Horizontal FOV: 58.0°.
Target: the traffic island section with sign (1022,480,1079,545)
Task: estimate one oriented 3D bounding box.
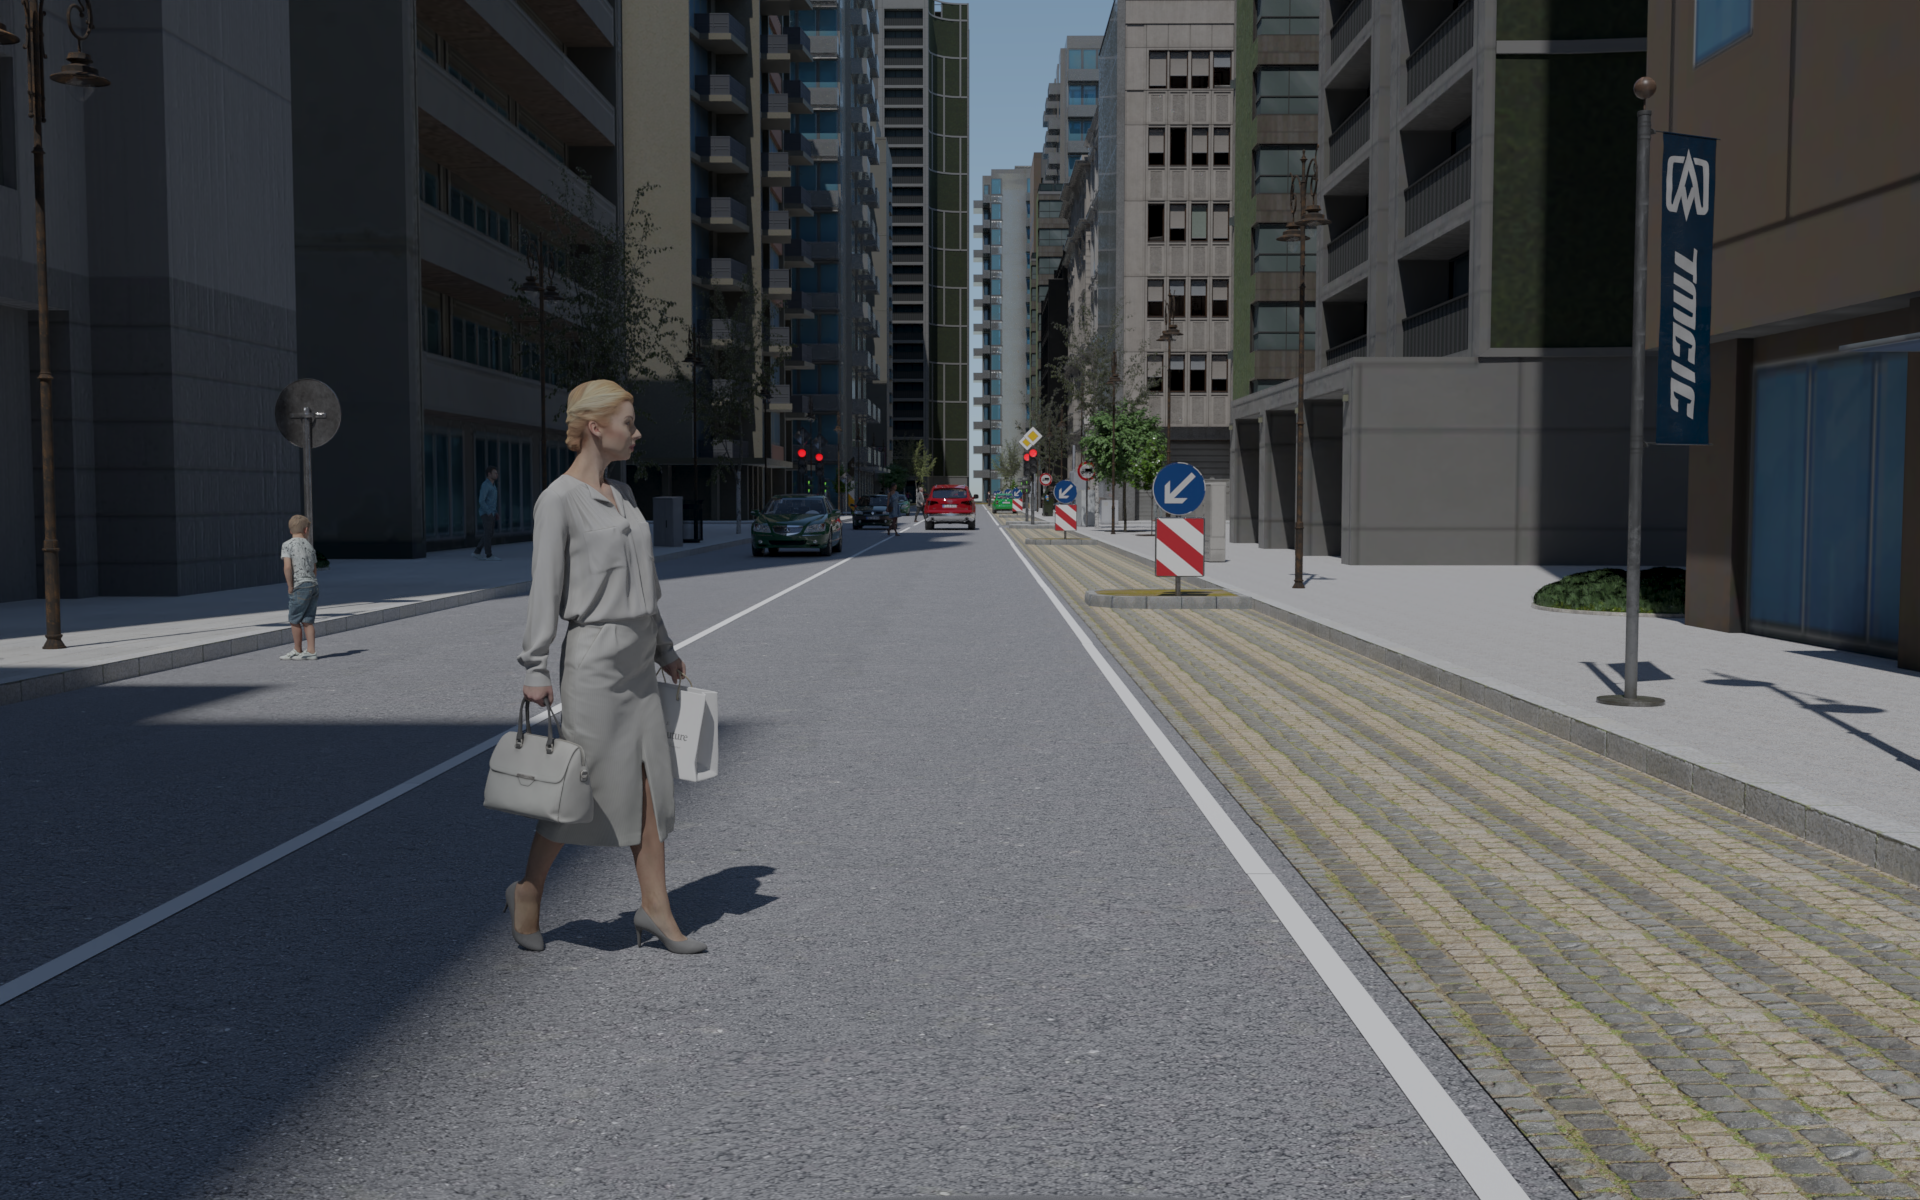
[{"bbox_3d":[2.861,-2.489,49.327,1.989,1.847,2.006,0,4,0],"label":"traffic island section with sign"}]

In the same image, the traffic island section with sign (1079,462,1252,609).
[{"bbox_3d":[2.634,-0.841,22.372,1.989,1.847,2.006,0,4,0],"label":"traffic island section with sign"}]

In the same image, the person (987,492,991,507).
[{"bbox_3d":[3.265,-11.520,197.660,0.445,1.727,0.742,-1,4,-10],"label":"person"}]

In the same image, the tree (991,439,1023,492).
[{"bbox_3d":[6.528,-17.278,232.852,4.737,8.622,4.395,0,3,0],"label":"tree"}]

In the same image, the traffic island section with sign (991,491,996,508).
[{"bbox_3d":[3.573,-7.538,131.869,1.989,1.847,2.006,0,4,0],"label":"traffic island section with sign"}]

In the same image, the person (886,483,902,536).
[{"bbox_3d":[-2.316,-3.099,59.261,0.616,1.811,0.778,-3,4,-37],"label":"person"}]

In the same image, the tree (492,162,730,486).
[{"bbox_3d":[-7.983,-5.383,38.372,4.360,8.622,3.978,0,3,0],"label":"tree"}]

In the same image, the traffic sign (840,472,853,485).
[{"bbox_3d":[-6.688,-6.225,101.509,0.795,2.593,0.064,0,4,8],"label":"traffic sign"}]

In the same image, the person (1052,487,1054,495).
[{"bbox_3d":[6.328,-7.038,121.301,0.592,1.802,0.473,2,4,31],"label":"person"}]

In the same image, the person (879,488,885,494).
[{"bbox_3d":[-7.241,-9.549,161.798,1.348,1.869,0.705,3,4,38],"label":"person"}]

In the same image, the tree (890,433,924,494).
[{"bbox_3d":[-6.430,-15.582,205.123,4.360,8.622,3.978,0,3,0],"label":"tree"}]

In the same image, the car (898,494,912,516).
[{"bbox_3d":[-4.208,-6.235,113.741,2.131,1.459,4.920,0,4,-1],"label":"car"}]

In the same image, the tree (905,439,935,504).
[{"bbox_3d":[-5.462,-16.944,227.400,4.737,8.622,4.395,0,3,0],"label":"tree"}]

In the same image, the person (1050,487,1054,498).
[{"bbox_3d":[5.801,-6.461,112.037,0.532,1.782,0.716,2,4,28],"label":"person"}]

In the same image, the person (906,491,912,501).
[{"bbox_3d":[-6.865,-13.464,226.857,1.217,1.739,0.721,-1,4,-8],"label":"person"}]

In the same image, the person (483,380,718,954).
[{"bbox_3d":[-1.126,0.210,5.416,0.624,1.780,0.694,3,4,36],"label":"person"}]

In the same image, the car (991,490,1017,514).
[{"bbox_3d":[3.267,-7.188,126.326,1.959,1.807,4.718,0,4,-1],"label":"car"}]

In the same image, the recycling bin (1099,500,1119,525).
[{"bbox_3d":[6.283,-3.700,73.054,0.722,1.027,0.722,0,4,-3],"label":"recycling bin"}]

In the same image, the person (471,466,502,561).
[{"bbox_3d":[-9.141,-1.671,33.391,0.620,1.820,0.660,0,4,-5],"label":"person"}]

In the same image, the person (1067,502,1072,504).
[{"bbox_3d":[6.720,-5.859,107.342,1.012,1.151,0.738,3,5,43],"label":"person"}]

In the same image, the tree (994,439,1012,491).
[{"bbox_3d":[6.415,-16.415,218.747,4.360,8.622,3.978,0,3,0],"label":"tree"}]

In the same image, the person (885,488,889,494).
[{"bbox_3d":[-6.114,-8.794,149.638,0.655,1.846,0.447,-2,4,-26],"label":"person"}]

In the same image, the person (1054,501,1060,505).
[{"bbox_3d":[7.008,-6.900,124.353,0.738,1.151,1.012,0,4,1],"label":"person"}]

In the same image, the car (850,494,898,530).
[{"bbox_3d":[-3.463,-3.738,70.896,2.009,1.686,4.222,0,4,0],"label":"car"}]

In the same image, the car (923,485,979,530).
[{"bbox_3d":[-0.374,-3.782,70.503,2.281,1.827,5.304,0,4,1],"label":"car"}]

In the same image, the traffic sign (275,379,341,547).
[{"bbox_3d":[-7.201,-1.163,19.127,0.768,2.556,0.104,0,4,7],"label":"traffic sign"}]

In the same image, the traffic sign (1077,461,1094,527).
[{"bbox_3d":[4.916,-4.096,67.081,0.768,2.556,0.104,0,4,6],"label":"traffic sign"}]

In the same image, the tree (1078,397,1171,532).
[{"bbox_3d":[5.624,-4.594,58.830,4.285,4.588,4.351,0,3,0],"label":"tree"}]

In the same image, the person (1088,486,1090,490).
[{"bbox_3d":[6.490,-4.951,87.988,0.522,1.701,0.512,-2,4,-27],"label":"person"}]

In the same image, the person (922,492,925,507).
[{"bbox_3d":[-3.359,-8.901,154.430,0.661,1.777,0.834,-3,5,-43],"label":"person"}]

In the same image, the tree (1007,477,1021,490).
[{"bbox_3d":[6.105,-12.290,195.546,1.663,3.219,1.824,0,3,0],"label":"tree"}]

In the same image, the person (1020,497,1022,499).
[{"bbox_3d":[7.741,-13.111,220.351,0.705,1.831,1.348,0,4,0],"label":"person"}]

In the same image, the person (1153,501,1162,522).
[{"bbox_3d":[9.274,-4.566,80.797,0.391,1.810,0.635,-3,5,-43],"label":"person"}]

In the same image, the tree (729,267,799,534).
[{"bbox_3d":[-7.373,-6.437,55.605,4.360,8.622,3.978,0,3,0],"label":"tree"}]

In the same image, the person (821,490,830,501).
[{"bbox_3d":[-8.793,-6.546,113.460,0.661,1.777,0.834,-1,4,-19],"label":"person"}]

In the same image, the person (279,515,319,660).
[{"bbox_3d":[-5.700,-0.106,14.925,0.332,1.250,0.352,-2,4,-24],"label":"person"}]

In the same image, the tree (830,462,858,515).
[{"bbox_3d":[-7.482,-7.059,110.022,1.663,3.219,1.824,0,3,0],"label":"tree"}]

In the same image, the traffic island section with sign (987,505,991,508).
[{"bbox_3d":[3.995,-10.608,182.068,1.989,1.847,2.006,0,4,0],"label":"traffic island section with sign"}]

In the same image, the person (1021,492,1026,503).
[{"bbox_3d":[7.063,-11.190,188.955,0.705,1.831,1.348,-3,4,-36],"label":"person"}]

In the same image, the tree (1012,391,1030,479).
[{"bbox_3d":[5.553,-9.950,113.043,4.360,8.622,3.978,0,3,0],"label":"tree"}]

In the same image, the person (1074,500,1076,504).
[{"bbox_3d":[7.177,-6.369,110.161,0.713,1.824,0.794,0,4,1],"label":"person"}]

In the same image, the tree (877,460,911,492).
[{"bbox_3d":[-6.417,-11.268,167.940,4.285,4.588,4.351,0,3,0],"label":"tree"}]

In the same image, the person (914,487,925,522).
[{"bbox_3d":[-1.931,-4.841,88.050,0.834,1.777,0.661,1,4,11],"label":"person"}]

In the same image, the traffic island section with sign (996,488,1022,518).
[{"bbox_3d":[3.348,-5.889,104.915,1.989,1.847,2.006,0,4,0],"label":"traffic island section with sign"}]

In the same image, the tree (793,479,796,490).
[{"bbox_3d":[-11.368,-7.193,112.213,1.663,3.219,1.824,0,3,0],"label":"tree"}]

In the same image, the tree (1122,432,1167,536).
[{"bbox_3d":[5.969,-3.567,52.921,1.663,3.219,1.824,0,3,0],"label":"tree"}]

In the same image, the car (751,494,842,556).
[{"bbox_3d":[-3.850,-1.808,41.354,2.131,1.459,4.920,0,4,1],"label":"car"}]

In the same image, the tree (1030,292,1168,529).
[{"bbox_3d":[5.297,-6.936,63.758,4.360,8.622,3.978,0,3,0],"label":"tree"}]

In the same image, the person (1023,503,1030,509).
[{"bbox_3d":[5.835,-8.492,145.106,0.699,1.804,1.509,-3,5,-44],"label":"person"}]
